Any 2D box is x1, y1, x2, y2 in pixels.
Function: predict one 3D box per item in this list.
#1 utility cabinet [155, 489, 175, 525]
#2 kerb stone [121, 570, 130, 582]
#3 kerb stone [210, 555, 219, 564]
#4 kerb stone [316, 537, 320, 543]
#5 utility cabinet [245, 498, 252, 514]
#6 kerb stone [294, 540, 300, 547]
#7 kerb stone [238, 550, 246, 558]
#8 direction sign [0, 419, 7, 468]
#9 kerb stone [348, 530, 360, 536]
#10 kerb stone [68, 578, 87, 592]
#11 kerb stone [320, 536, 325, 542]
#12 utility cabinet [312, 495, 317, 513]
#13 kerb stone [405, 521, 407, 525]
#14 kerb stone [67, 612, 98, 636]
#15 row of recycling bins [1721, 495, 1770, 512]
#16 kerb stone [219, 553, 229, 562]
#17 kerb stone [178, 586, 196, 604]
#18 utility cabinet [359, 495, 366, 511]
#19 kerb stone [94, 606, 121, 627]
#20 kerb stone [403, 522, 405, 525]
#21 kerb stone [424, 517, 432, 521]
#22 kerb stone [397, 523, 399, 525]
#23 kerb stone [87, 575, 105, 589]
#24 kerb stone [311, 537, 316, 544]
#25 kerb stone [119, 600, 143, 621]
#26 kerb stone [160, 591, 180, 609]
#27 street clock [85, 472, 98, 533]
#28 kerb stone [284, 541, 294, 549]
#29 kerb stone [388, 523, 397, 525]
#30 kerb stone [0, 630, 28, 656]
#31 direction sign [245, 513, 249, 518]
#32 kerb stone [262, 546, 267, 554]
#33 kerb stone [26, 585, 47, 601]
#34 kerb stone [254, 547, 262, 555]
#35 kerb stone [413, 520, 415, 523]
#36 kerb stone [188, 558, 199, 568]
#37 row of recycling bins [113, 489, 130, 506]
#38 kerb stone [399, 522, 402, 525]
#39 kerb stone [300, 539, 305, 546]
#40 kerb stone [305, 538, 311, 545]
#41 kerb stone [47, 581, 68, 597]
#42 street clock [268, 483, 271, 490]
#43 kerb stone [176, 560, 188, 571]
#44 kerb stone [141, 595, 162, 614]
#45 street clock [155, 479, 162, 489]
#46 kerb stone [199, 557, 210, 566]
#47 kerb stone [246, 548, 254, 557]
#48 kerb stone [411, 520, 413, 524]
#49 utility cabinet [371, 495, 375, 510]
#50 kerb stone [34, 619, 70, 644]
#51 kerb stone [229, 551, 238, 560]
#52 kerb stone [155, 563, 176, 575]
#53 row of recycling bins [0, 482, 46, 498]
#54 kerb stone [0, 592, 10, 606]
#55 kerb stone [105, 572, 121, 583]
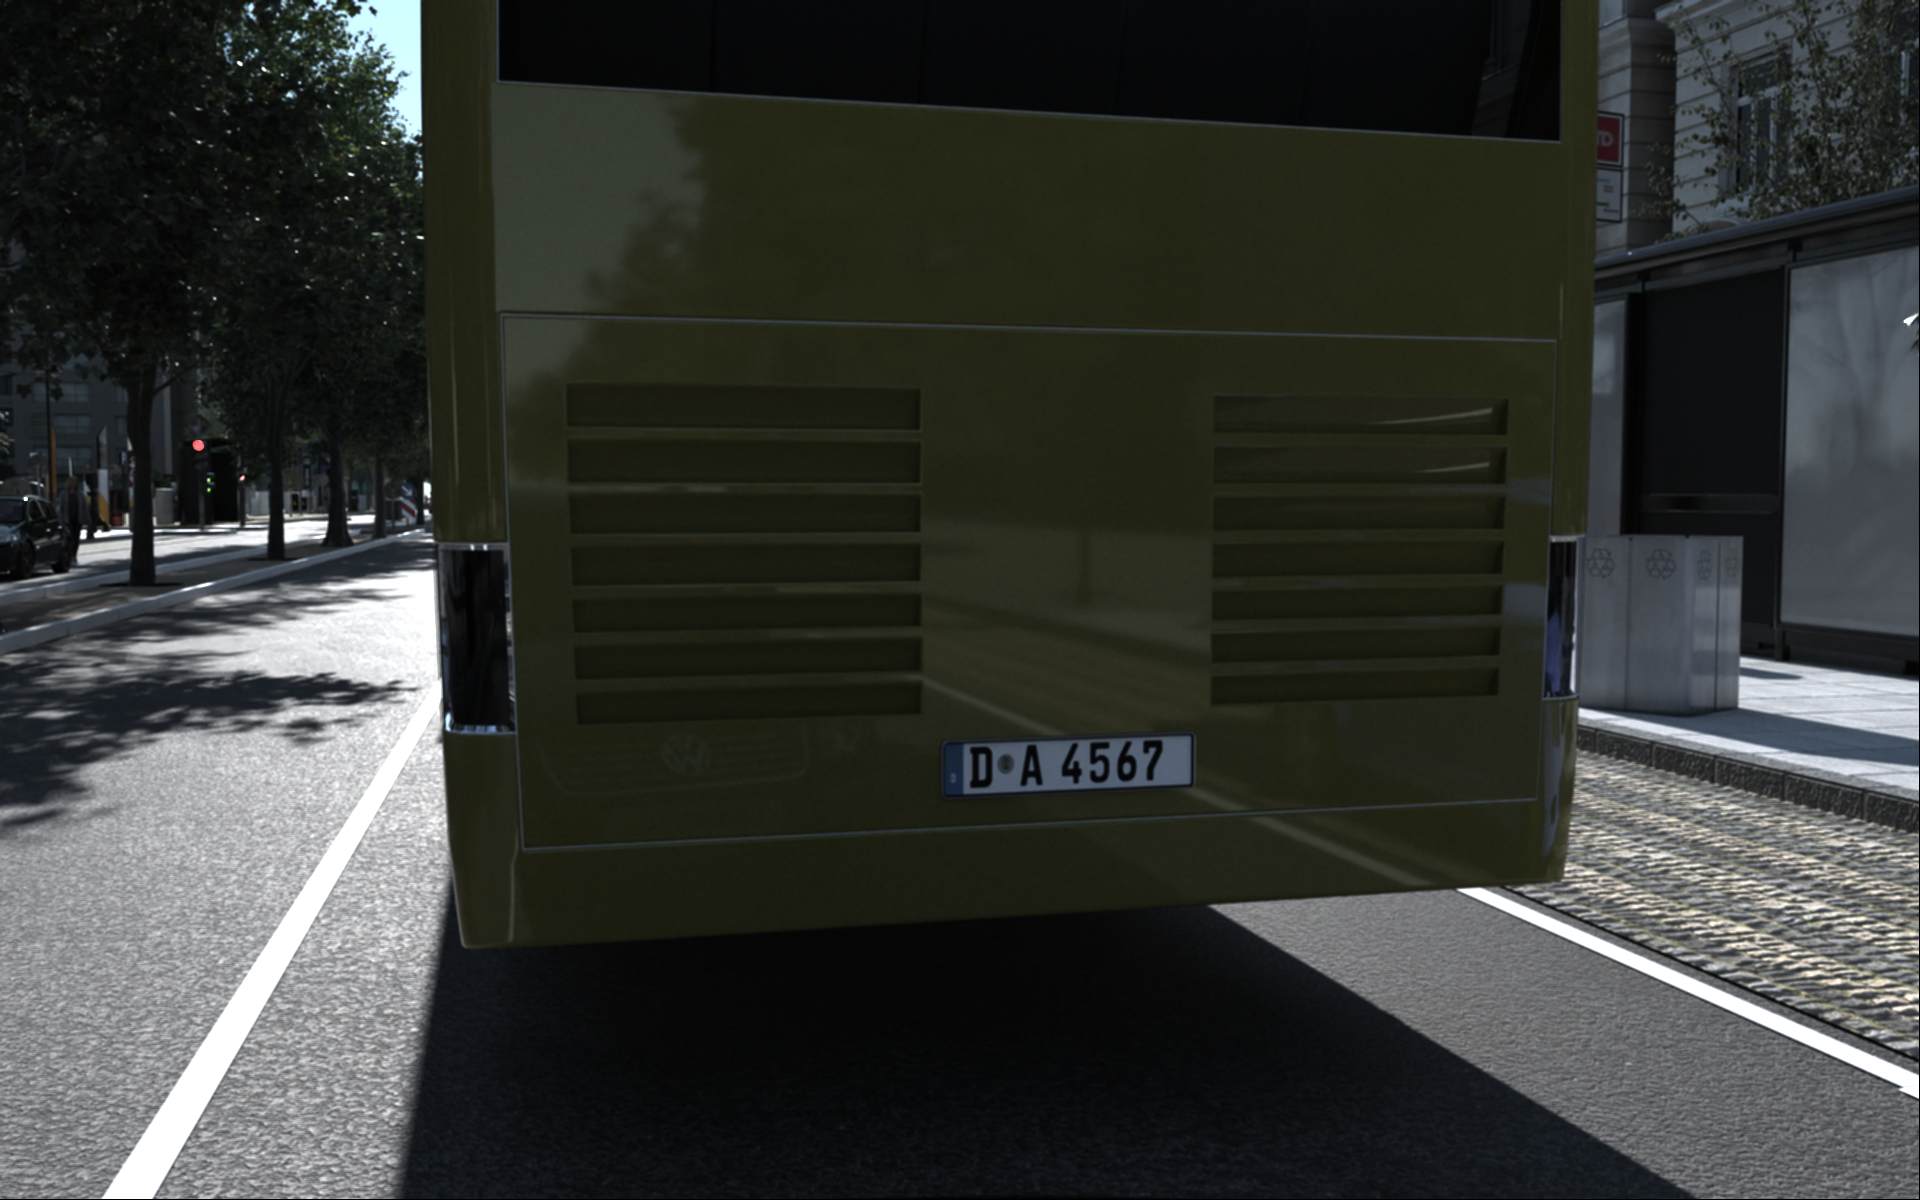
[{"bbox_3d":[-32.766,-3.836,71.405,0.318,1.500,1.173,0,4,-4],"label":"utility cabinet"},{"bbox_3d":[-13.743,-0.380,28.413,0.120,0.150,1.000,-1,4,-13],"label":"kerb stone"},{"bbox_3d":[-15.359,-0.798,35.400,0.120,0.150,1.000,-1,4,-13],"label":"kerb stone"},{"bbox_3d":[-18.816,-1.719,50.379,0.120,0.150,1.000,-1,4,-13],"label":"kerb stone"},{"bbox_3d":[-44.987,-6.017,109.534,1.020,1.237,0.306,0,4,-7],"label":"utility cabinet"},{"bbox_3d":[-17.886,-1.480,46.394,0.120,0.150,1.000,-1,4,-13],"label":"kerb stone"},{"bbox_3d":[-16.049,-0.988,38.410,0.120,0.150,1.000,-1,4,-13],"label":"kerb stone"},{"bbox_3d":[-28.772,-3.652,51.712,0.876,3.537,0.379,1,4,21],"label":"direction sign"},{"bbox_3d":[-21.119,-2.334,60.360,0.120,0.150,1.000,-1,4,-13],"label":"kerb stone"},{"bbox_3d":[-13.044,-0.197,25.416,0.120,0.150,1.000,-1,4,-13],"label":"kerb stone"},{"bbox_3d":[-19.040,-1.784,51.377,0.120,0.150,1.000,-1,4,-13],"label":"kerb stone"},{"bbox_3d":[-43.986,-6.561,118.430,0.306,1.237,1.020,0,4,-2],"label":"utility cabinet"},{"bbox_3d":[-25.403,-3.469,78.910,0.120,0.150,1.000,-1,4,-13],"label":"kerb stone"},{"bbox_3d":[-9.164,0.259,17.953,0.120,0.150,1.000,-1,4,-13],"label":"kerb stone"},{"bbox_3d":[13.900,-1.307,28.483,1.069,1.692,3.534,-1,4,-15],"label":"row of recycling bins"},{"bbox_3d":[-15.584,-0.865,36.396,0.120,0.150,1.000,-1,4,-13],"label":"kerb stone"},{"bbox_3d":[-10.324,-0.046,22.947,0.120,0.150,1.000,-1,4,-13],"label":"kerb stone"},{"bbox_3d":[-45.790,-7.388,131.963,1.020,1.237,0.306,0,4,6],"label":"utility cabinet"},{"bbox_3d":[-9.401,0.199,18.947,0.120,0.150,1.000,-1,4,-13],"label":"kerb stone"},{"bbox_3d":[-25.167,-3.408,77.913,0.120,0.150,1.000,-1,4,-13],"label":"kerb stone"},{"bbox_3d":[-28.862,-4.387,93.916,0.120,0.150,1.000,-1,4,-13],"label":"kerb stone"},{"bbox_3d":[-24.471,-3.225,74.926,0.120,0.150,1.000,-1,4,-13],"label":"kerb stone"},{"bbox_3d":[-13.278,-0.251,26.412,0.120,0.150,1.000,-1,4,-13],"label":"kerb stone"},{"bbox_3d":[-18.578,-1.660,49.382,0.120,0.150,1.000,-1,4,-13],"label":"kerb stone"},{"bbox_3d":[-9.626,0.138,19.944,0.120,0.150,1.000,-1,4,-13],"label":"kerb stone"},{"bbox_3d":[-10.092,0.015,21.952,0.120,0.150,1.000,-1,4,-13],"label":"kerb stone"},{"bbox_3d":[-28.834,-3.240,57.552,0.358,2.002,0.471,0,4,-5],"label":"street clock"},{"bbox_3d":[-17.661,-1.419,45.397,0.120,0.150,1.000,-1,4,-13],"label":"kerb stone"},{"bbox_3d":[-24.246,-3.164,73.921,0.120,0.150,1.000,-1,4,-13],"label":"kerb stone"},{"bbox_3d":[-8.709,0.382,15.949,0.120,0.150,1.000,-1,4,-13],"label":"kerb stone"},{"bbox_3d":[-38.286,-6.155,92.624,0.379,3.537,0.876,1,4,20],"label":"direction sign"},{"bbox_3d":[-16.739,-1.175,41.410,0.120,0.150,1.000,-1,4,-13],"label":"kerb stone"},{"bbox_3d":[-12.593,-0.072,23.423,0.120,0.150,1.000,-1,4,-13],"label":"kerb stone"},{"bbox_3d":[-16.500,-1.114,40.414,0.120,0.150,1.000,-1,4,-13],"label":"kerb stone"},{"bbox_3d":[-26.320,-3.713,82.903,0.120,0.150,1.000,-1,4,-13],"label":"kerb stone"},{"bbox_3d":[-14.887,-0.681,33.405,0.120,0.150,1.000,-1,4,-13],"label":"kerb stone"},{"bbox_3d":[-63.875,-7.612,131.569,1.069,1.692,3.534,-3,5,-40],"label":"row of recycling bins"},{"bbox_3d":[-24.702,-3.278,75.922,0.120,0.150,1.000,-1,4,-13],"label":"kerb stone"},{"bbox_3d":[-18.121,-1.541,47.389,0.120,0.150,1.000,-1,4,-13],"label":"kerb stone"},{"bbox_3d":[-18.351,-1.602,48.385,0.120,0.150,1.000,-1,4,-13],"label":"kerb stone"},{"bbox_3d":[-12.816,-0.132,24.420,0.120,0.150,1.000,-1,4,-13],"label":"kerb stone"},{"bbox_3d":[-42.988,-6.343,108.284,0.358,2.002,0.471,3,5,42],"label":"street clock"},{"bbox_3d":[-14.663,-0.616,32.408,0.120,0.150,1.000,-1,4,-13],"label":"kerb stone"},{"bbox_3d":[-9.857,0.077,20.941,0.120,0.150,1.000,-1,4,-13],"label":"kerb stone"},{"bbox_3d":[-39.295,-4.918,84.987,0.358,2.002,0.471,-1,4,-15],"label":"street clock"},{"bbox_3d":[-15.122,-0.747,34.404,0.120,0.150,1.000,-1,4,-13],"label":"kerb stone"},{"bbox_3d":[-16.277,-1.051,39.409,0.120,0.150,1.000,-1,4,-13],"label":"kerb stone"},{"bbox_3d":[-26.089,-3.652,81.906,0.120,0.150,1.000,-1,4,-13],"label":"kerb stone"},{"bbox_3d":[-47.073,-7.877,139.956,1.020,1.237,0.306,2,4,26],"label":"utility cabinet"},{"bbox_3d":[-8.945,0.321,16.950,0.120,0.150,1.000,-1,4,-13],"label":"kerb stone"},{"bbox_3d":[-15.810,-0.930,37.403,0.120,0.150,1.000,-1,4,-13],"label":"kerb stone"},{"bbox_3d":[-14.438,-0.562,31.411,0.120,0.150,1.000,-1,4,-13],"label":"kerb stone"},{"bbox_3d":[-32.278,-3.156,58.719,1.069,1.692,3.534,0,4,7],"label":"row of recycling bins"},{"bbox_3d":[-12.345,-0.014,22.431,0.120,0.150,1.000,-1,4,-13],"label":"kerb stone"},{"bbox_3d":[-13.515,-0.319,27.414,0.120,0.150,1.000,-1,4,-13],"label":"kerb stone"}]
